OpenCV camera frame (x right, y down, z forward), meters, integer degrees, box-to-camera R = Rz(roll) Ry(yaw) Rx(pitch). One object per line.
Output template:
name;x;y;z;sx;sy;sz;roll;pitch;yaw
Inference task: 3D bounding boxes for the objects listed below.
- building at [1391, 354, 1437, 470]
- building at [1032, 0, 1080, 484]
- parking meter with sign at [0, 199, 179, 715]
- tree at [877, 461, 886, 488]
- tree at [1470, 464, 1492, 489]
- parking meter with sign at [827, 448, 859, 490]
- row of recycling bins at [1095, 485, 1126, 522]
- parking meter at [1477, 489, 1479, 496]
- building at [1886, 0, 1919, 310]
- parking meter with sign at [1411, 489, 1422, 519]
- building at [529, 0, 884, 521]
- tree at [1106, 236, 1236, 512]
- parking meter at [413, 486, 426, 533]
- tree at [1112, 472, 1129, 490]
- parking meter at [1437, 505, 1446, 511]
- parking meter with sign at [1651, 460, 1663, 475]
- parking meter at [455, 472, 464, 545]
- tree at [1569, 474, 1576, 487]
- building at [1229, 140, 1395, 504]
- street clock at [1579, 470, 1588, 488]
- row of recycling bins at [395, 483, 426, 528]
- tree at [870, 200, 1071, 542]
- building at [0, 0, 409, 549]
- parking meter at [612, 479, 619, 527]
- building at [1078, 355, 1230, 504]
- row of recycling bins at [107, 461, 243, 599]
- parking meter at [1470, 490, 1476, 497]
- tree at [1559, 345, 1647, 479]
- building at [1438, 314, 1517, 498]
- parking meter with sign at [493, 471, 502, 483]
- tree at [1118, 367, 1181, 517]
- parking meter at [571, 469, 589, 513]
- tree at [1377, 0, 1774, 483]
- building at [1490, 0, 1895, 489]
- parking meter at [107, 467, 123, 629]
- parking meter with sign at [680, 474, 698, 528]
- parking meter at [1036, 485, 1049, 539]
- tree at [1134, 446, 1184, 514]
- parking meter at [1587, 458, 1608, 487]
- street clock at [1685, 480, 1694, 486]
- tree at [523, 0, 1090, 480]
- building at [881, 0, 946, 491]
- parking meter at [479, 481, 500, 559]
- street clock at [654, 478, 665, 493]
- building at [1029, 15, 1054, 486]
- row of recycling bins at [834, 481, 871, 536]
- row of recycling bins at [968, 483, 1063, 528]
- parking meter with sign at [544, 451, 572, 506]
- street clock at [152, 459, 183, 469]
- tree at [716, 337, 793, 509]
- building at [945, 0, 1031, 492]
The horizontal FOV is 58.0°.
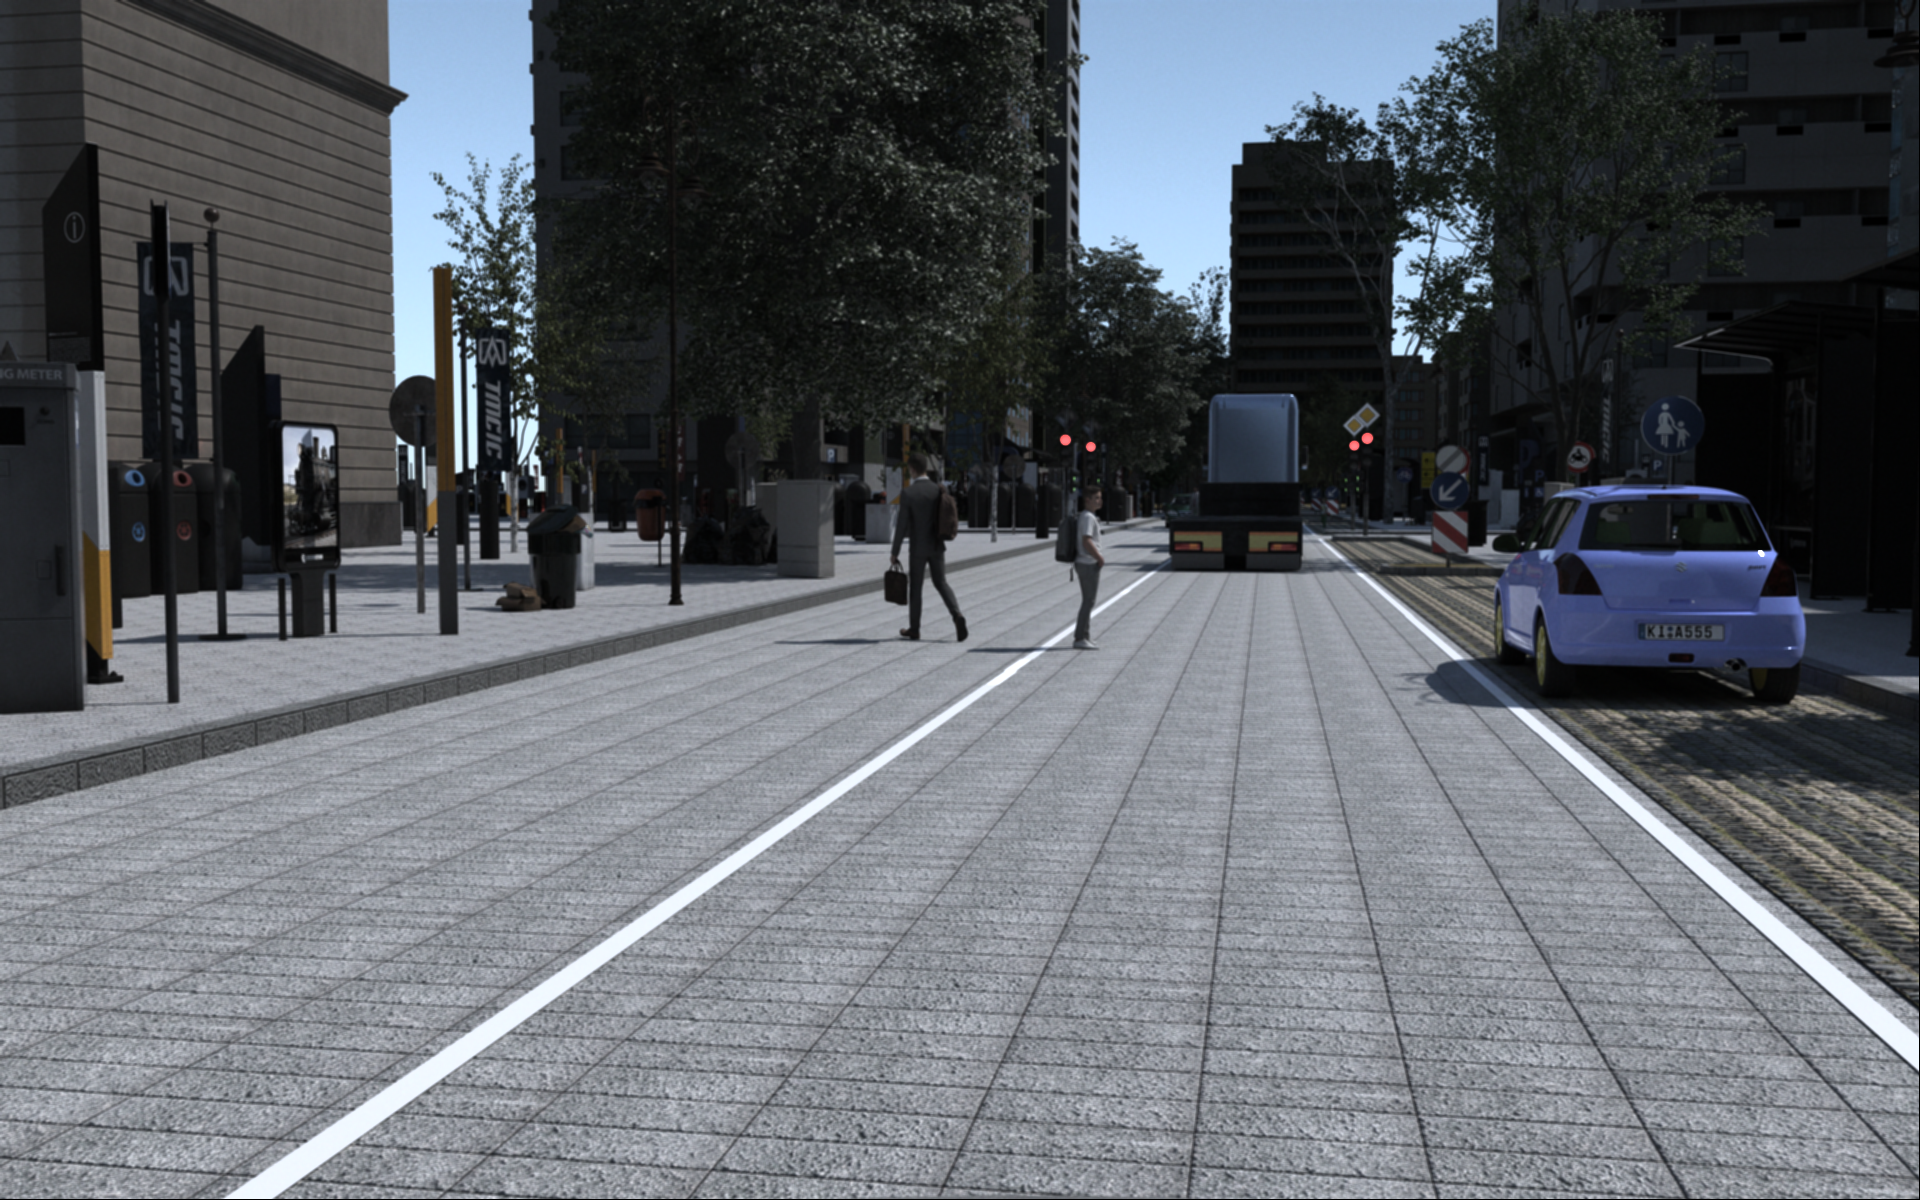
building;73.851;-24.165;240.130;28.899;21.520;27.650;1;4;10
building;-1.270;-39.727;191.543;28.212;58.520;21.231;1;4;10
parking meter with sign;-5.589;-0.854;10.221;1.738;3.016;0.543;-1;4;-23
tree;-3.299;-5.774;89.006;1.663;3.219;1.824;0;3;0
tree;29.802;-6.320;97.929;1.663;3.219;1.824;0;3;0
parking meter with sign;-4.253;-4.313;66.781;1.738;3.016;0.543;-3;5;-39
row of recycling bins;7.203;-4.541;81.360;1.069;1.692;3.534;0;4;-3
parking meter;33.371;-6.435;110.930;0.399;1.863;0.255;-1;4;-11
building;95.912;-33.874;173.455;30.456;49.044;23.786;1;4;10
parking meter with sign;24.093;-5.673;89.011;1.738;3.016;0.543;2;4;33
building;-12.203;-19.313;87.465;14.160;30.474;14.107;1;4;10
tree;7.454;-10.941;85.543;9.857;13.997;8.962;0;3;0
parking meter;-17.631;-2.943;56.528;0.372;1.533;0.369;0;3;0
tree;12.302;-8.565;134.645;1.663;3.219;1.824;0;3;0
parking meter;18.439;-3.542;66.327;0.372;1.533;0.369;0;3;0
parking meter with sign;35.428;-5.662;88.831;0.543;3.016;1.738;0;4;2
parking meter;-12.603;-2.321;43.663;0.399;1.863;0.255;0;4;-4
tree;31.087;-5.826;89.859;1.663;3.219;1.824;0;3;0
building;48.372;-37.707;240.218;21.600;48.544;21.300;1;4;10
street clock;15.111;-2.296;42.105;0.358;2.002;0.471;1;4;15
row of recycling bins;-21.643;-3.725;68.016;1.069;1.692;3.534;-1;4;-22
tree;-0.322;-5.364;38.068;4.737;8.622;4.395;0;3;0
building;-26.868;-14.787;39.028;25.104;27.353;12.463;1;4;10
parking meter;-13.441;-3.783;67.558;0.255;1.863;0.399;-1;4;-14
building;24.016;-24.664;248.297;28.899;21.520;27.650;1;4;10
row of recycling bins;-10.390;-0.902;21.859;1.069;1.692;3.534;1;4;11
parking meter;35.454;-6.812;119.784;0.372;1.533;0.369;0;3;0
tree;31.585;-8.220;84.757;4.360;8.622;3.978;0;3;0
building;64.496;-20.265;176.371;27.650;21.520;28.899;1;4;10
parking meter with sign;-27.769;-6.510;102.699;0.543;3.016;1.738;1;4;9
tree;10.344;-9.018;97.806;4.360;8.622;3.978;0;3;0
parking meter;-9.002;-2.163;41.075;0.255;1.863;0.399;2;4;25
tree;12.566;-6.725;35.715;9.928;11.665;9.643;0;3;0
building;60.971;-34.138;147.396;28.713;52.752;27.495;1;4;10
parking meter;-8.210;-0.495;16.508;0.372;1.533;0.369;0;3;0
parking meter with sign;-9.819;-4.283;66.286;1.738;3.016;0.543;-2;4;-25
parking meter;2.374;-2.542;49.973;0.372;1.533;0.369;0;3;0
tree;12.990;-7.970;114.016;4.285;4.588;4.351;0;3;0
parking meter;10.393;-1.380;28.268;0.255;1.863;0.399;1;4;9
street clock;37.959;-5.232;90.111;0.358;2.002;0.471;-2;4;-31
tree;-2.503;-7.451;28.476;9.857;13.997;8.962;0;3;0
building;-13.400;-30.420;121.063;21.300;48.544;21.600;1;4;10
parking meter;-9.275;-1.573;34.122;0.372;1.533;0.369;0;3;0
street clock;-13.813;-4.592;79.655;0.471;2.002;0.358;1;4;23
building;-1.653;-44.399;164.175;20.563;71.187;20.611;1;4;10
row of recycling bins;-4.269;-2.890;54.359;3.534;1.692;1.069;2;4;34
row of recycling bins;2.059;-3.573;65.528;3.534;1.692;1.069;0;4;1
parking meter with sign;-16.035;-4.531;70.339;0.543;3.016;1.738;2;4;33
street clock;-13.667;-1.550;29.911;0.471;2.002;0.358;1;4;19
tree;-8.856;-7.676;75.861;4.737;8.622;4.395;0;3;0
building;-1.869;-30.376;146.750;14.600;45.320;14.200;1;4;10
